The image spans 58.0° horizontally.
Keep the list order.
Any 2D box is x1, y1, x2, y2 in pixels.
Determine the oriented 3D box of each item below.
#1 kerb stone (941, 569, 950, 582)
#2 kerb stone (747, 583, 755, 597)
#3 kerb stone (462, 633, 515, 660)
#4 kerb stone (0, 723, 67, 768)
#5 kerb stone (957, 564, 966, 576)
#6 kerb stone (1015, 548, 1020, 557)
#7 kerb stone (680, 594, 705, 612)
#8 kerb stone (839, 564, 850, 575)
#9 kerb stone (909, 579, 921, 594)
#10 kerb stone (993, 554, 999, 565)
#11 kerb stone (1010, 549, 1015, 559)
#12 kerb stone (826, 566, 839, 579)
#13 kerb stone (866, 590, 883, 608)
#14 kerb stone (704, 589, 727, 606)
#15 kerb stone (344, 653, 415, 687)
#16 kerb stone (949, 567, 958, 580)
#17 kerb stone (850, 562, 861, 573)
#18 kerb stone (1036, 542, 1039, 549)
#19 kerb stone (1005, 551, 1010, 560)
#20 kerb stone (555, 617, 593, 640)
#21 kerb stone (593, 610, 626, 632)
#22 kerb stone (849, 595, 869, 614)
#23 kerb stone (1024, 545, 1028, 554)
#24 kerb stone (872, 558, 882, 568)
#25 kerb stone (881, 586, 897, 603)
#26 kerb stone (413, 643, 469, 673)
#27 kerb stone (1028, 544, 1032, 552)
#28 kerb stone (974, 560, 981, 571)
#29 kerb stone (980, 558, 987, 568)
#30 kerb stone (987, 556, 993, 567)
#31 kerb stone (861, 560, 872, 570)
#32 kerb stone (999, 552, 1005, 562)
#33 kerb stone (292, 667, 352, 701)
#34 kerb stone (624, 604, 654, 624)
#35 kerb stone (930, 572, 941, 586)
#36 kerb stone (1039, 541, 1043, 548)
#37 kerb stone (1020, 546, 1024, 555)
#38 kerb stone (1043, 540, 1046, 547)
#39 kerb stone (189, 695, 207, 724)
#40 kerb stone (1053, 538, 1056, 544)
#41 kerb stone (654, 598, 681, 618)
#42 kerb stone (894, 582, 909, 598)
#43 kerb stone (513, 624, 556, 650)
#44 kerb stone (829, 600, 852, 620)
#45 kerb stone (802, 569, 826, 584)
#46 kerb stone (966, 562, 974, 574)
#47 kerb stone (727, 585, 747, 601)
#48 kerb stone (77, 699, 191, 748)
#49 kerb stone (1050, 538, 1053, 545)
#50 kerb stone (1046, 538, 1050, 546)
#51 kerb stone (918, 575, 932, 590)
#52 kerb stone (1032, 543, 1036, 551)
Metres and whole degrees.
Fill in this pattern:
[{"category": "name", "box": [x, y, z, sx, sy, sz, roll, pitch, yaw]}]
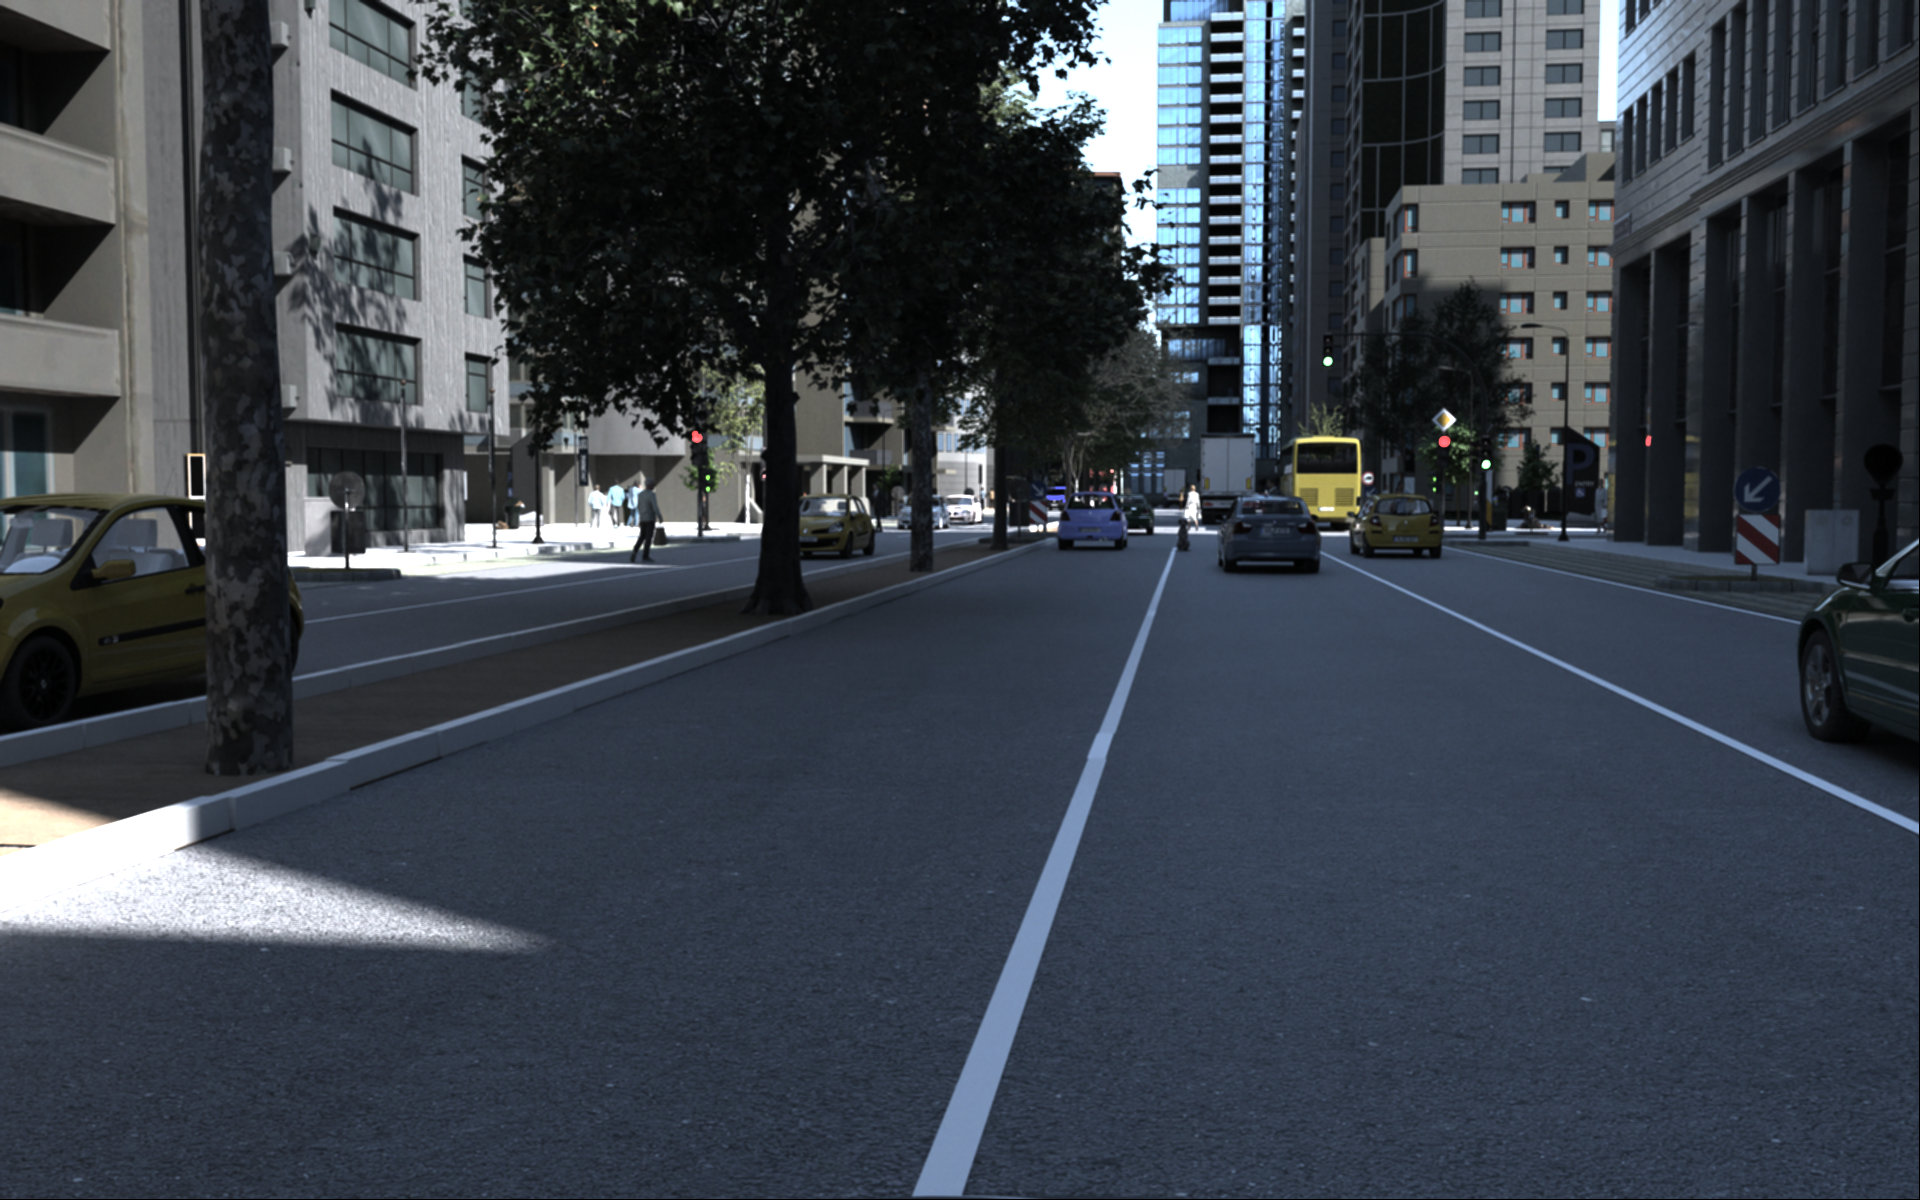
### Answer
[{"category": "kerb stone", "box": [-0.330, -0.361, 28.178, 0.120, 0.150, 1.000, 0, 4, 8]}, {"category": "kerb stone", "box": [-2.961, -0.133, 24.404, 0.120, 0.150, 1.000, 0, 4, 8]}, {"category": "kerb stone", "box": [-4.200, 0.424, 15.270, 0.120, 0.150, 1.000, 0, 4, 8]}, {"category": "kerb stone", "box": [-5.025, 0.796, 9.186, 0.120, 0.150, 1.000, 0, 4, 8]}, {"category": "kerb stone", "box": [-0.059, -0.490, 30.203, 0.120, 0.150, 1.000, 0, 4, 8]}, {"category": "kerb stone", "box": [1.185, -1.047, 39.329, 0.120, 0.150, 1.000, 0, 4, 8]}, {"category": "kerb stone", "box": [-3.373, 0.051, 21.366, 0.120, 0.150, 1.000, 0, 4, 8]}, {"category": "kerb stone", "box": [-2.143, -0.507, 30.507, 0.120, 0.150, 1.000, 0, 4, 8]}, {"category": "kerb stone", "box": [-0.746, -0.172, 25.123, 0.120, 0.150, 1.000, 0, 4, 8]}, {"category": "kerb stone", "box": [0.635, -0.800, 35.272, 0.120, 0.150, 1.000, 0, 4, 8]}, {"category": "kerb stone", "box": [1.042, -0.982, 38.316, 0.120, 0.150, 1.000, 0, 4, 8]}, {"category": "kerb stone", "box": [-2.266, -0.446, 29.492, 0.120, 0.150, 1.000, 0, 4, 8]}, {"category": "kerb stone", "box": [-1.161, 0.011, 22.066, 0.120, 0.150, 1.000, 0, 4, 8]}, {"category": "kerb stone", "box": [-3.240, -0.011, 22.379, 0.120, 0.150, 1.000, 0, 4, 8]}, {"category": "kerb stone", "box": [-4.470, 0.548, 13.242, 0.120, 0.150, 1.000, 0, 4, 8]}, {"category": "kerb stone", "box": [-0.197, -0.427, 29.191, 0.120, 0.150, 1.000, 0, 4, 8]}, {"category": "kerb stone", "box": [-1.994, -0.570, 31.522, 0.120, 0.150, 1.000, 0, 4, 8]}, {"category": "kerb stone", "box": [1.867, -1.357, 44.397, 0.120, 0.150, 1.000, 0, 4, 8]}, {"category": "kerb stone", "box": [0.903, -0.924, 37.303, 0.120, 0.150, 1.000, 0, 4, 8]}, {"category": "kerb stone", "box": [-3.920, 0.303, 17.304, 0.120, 0.150, 1.000, 0, 4, 8]}, {"category": "kerb stone", "box": [-3.786, 0.242, 18.317, 0.120, 0.150, 1.000, 0, 4, 8]}, {"category": "kerb stone", "box": [-1.293, 0.070, 21.051, 0.120, 0.150, 1.000, 0, 4, 8]}, {"category": "kerb stone", "box": [1.450, -1.168, 41.359, 0.120, 0.150, 1.000, 0, 4, 8]}, {"category": "kerb stone", "box": [-1.717, -0.688, 33.556, 0.120, 0.150, 1.000, 0, 4, 8]}, {"category": "kerb stone", "box": [-1.024, -0.054, 23.079, 0.120, 0.150, 1.000, 0, 4, 8]}, {"category": "kerb stone", "box": [-4.330, 0.489, 14.257, 0.120, 0.150, 1.000, 0, 4, 8]}, {"category": "kerb stone", "box": [1.593, -1.234, 42.370, 0.120, 0.150, 1.000, 0, 4, 8]}, {"category": "kerb stone", "box": [0.218, -0.609, 32.235, 0.120, 0.150, 1.000, 0, 4, 8]}, {"category": "kerb stone", "box": [0.352, -0.672, 33.248, 0.120, 0.150, 1.000, 0, 4, 8]}, {"category": "kerb stone", "box": [0.495, -0.738, 34.260, 0.120, 0.150, 1.000, 0, 4, 8]}, {"category": "kerb stone", "box": [-1.858, -0.632, 32.541, 0.120, 0.150, 1.000, 0, 4, 8]}, {"category": "kerb stone", "box": [0.767, -0.862, 36.286, 0.120, 0.150, 1.000, 0, 4, 8]}, {"category": "kerb stone", "box": [-4.613, 0.613, 12.228, 0.120, 0.150, 1.000, 0, 4, 8]}, {"category": "kerb stone", "box": [-3.654, 0.178, 19.339, 0.120, 0.150, 1.000, 0, 4, 8]}, {"category": "kerb stone", "box": [-0.465, -0.304, 27.160, 0.120, 0.150, 1.000, 0, 4, 8]}, {"category": "kerb stone", "box": [2.006, -1.420, 45.409, 0.120, 0.150, 1.000, 0, 4, 8]}, {"category": "kerb stone", "box": [1.318, -1.110, 40.342, 0.120, 0.150, 1.000, 0, 4, 8]}, {"category": "kerb stone", "box": [2.138, -1.482, 46.433, 0.120, 0.150, 1.000, 0, 4, 8]}, {"category": "kerb stone", "box": [-4.745, 0.677, 11.214, 0.120, 0.150, 1.000, 0, 4, 8]}, {"category": "kerb stone", "box": [2.557, -1.669, 49.482, 0.120, 0.150, 1.000, 0, 4, 8]}, {"category": "kerb stone", "box": [-3.511, 0.113, 20.353, 0.120, 0.150, 1.000, 0, 4, 8]}, {"category": "kerb stone", "box": [-0.886, -0.117, 24.100, 0.120, 0.150, 1.000, 0, 4, 8]}, {"category": "kerb stone", "box": [-4.061, 0.365, 16.291, 0.120, 0.150, 1.000, 0, 4, 8]}, {"category": "kerb stone", "box": [-1.439, 0.132, 20.039, 0.120, 0.150, 1.000, 0, 4, 8]}, {"category": "kerb stone", "box": [-2.409, -0.384, 28.480, 0.120, 0.150, 1.000, 0, 4, 8]}, {"category": "kerb stone", "box": [0.078, -0.549, 31.218, 0.120, 0.150, 1.000, 0, 4, 8]}, {"category": "kerb stone", "box": [-3.092, -0.073, 23.390, 0.120, 0.150, 1.000, 0, 4, 8]}, {"category": "kerb stone", "box": [-4.887, 0.734, 10.202, 0.120, 0.150, 1.000, 0, 4, 8]}, {"category": "kerb stone", "box": [2.418, -1.603, 48.463, 0.120, 0.150, 1.000, 0, 4, 8]}, {"category": "kerb stone", "box": [2.285, -1.544, 47.450, 0.120, 0.150, 1.000, 0, 4, 8]}, {"category": "kerb stone", "box": [-0.601, -0.240, 26.134, 0.120, 0.150, 1.000, 0, 4, 8]}, {"category": "kerb stone", "box": [1.729, -1.296, 43.384, 0.120, 0.150, 1.000, 0, 4, 8]}]
